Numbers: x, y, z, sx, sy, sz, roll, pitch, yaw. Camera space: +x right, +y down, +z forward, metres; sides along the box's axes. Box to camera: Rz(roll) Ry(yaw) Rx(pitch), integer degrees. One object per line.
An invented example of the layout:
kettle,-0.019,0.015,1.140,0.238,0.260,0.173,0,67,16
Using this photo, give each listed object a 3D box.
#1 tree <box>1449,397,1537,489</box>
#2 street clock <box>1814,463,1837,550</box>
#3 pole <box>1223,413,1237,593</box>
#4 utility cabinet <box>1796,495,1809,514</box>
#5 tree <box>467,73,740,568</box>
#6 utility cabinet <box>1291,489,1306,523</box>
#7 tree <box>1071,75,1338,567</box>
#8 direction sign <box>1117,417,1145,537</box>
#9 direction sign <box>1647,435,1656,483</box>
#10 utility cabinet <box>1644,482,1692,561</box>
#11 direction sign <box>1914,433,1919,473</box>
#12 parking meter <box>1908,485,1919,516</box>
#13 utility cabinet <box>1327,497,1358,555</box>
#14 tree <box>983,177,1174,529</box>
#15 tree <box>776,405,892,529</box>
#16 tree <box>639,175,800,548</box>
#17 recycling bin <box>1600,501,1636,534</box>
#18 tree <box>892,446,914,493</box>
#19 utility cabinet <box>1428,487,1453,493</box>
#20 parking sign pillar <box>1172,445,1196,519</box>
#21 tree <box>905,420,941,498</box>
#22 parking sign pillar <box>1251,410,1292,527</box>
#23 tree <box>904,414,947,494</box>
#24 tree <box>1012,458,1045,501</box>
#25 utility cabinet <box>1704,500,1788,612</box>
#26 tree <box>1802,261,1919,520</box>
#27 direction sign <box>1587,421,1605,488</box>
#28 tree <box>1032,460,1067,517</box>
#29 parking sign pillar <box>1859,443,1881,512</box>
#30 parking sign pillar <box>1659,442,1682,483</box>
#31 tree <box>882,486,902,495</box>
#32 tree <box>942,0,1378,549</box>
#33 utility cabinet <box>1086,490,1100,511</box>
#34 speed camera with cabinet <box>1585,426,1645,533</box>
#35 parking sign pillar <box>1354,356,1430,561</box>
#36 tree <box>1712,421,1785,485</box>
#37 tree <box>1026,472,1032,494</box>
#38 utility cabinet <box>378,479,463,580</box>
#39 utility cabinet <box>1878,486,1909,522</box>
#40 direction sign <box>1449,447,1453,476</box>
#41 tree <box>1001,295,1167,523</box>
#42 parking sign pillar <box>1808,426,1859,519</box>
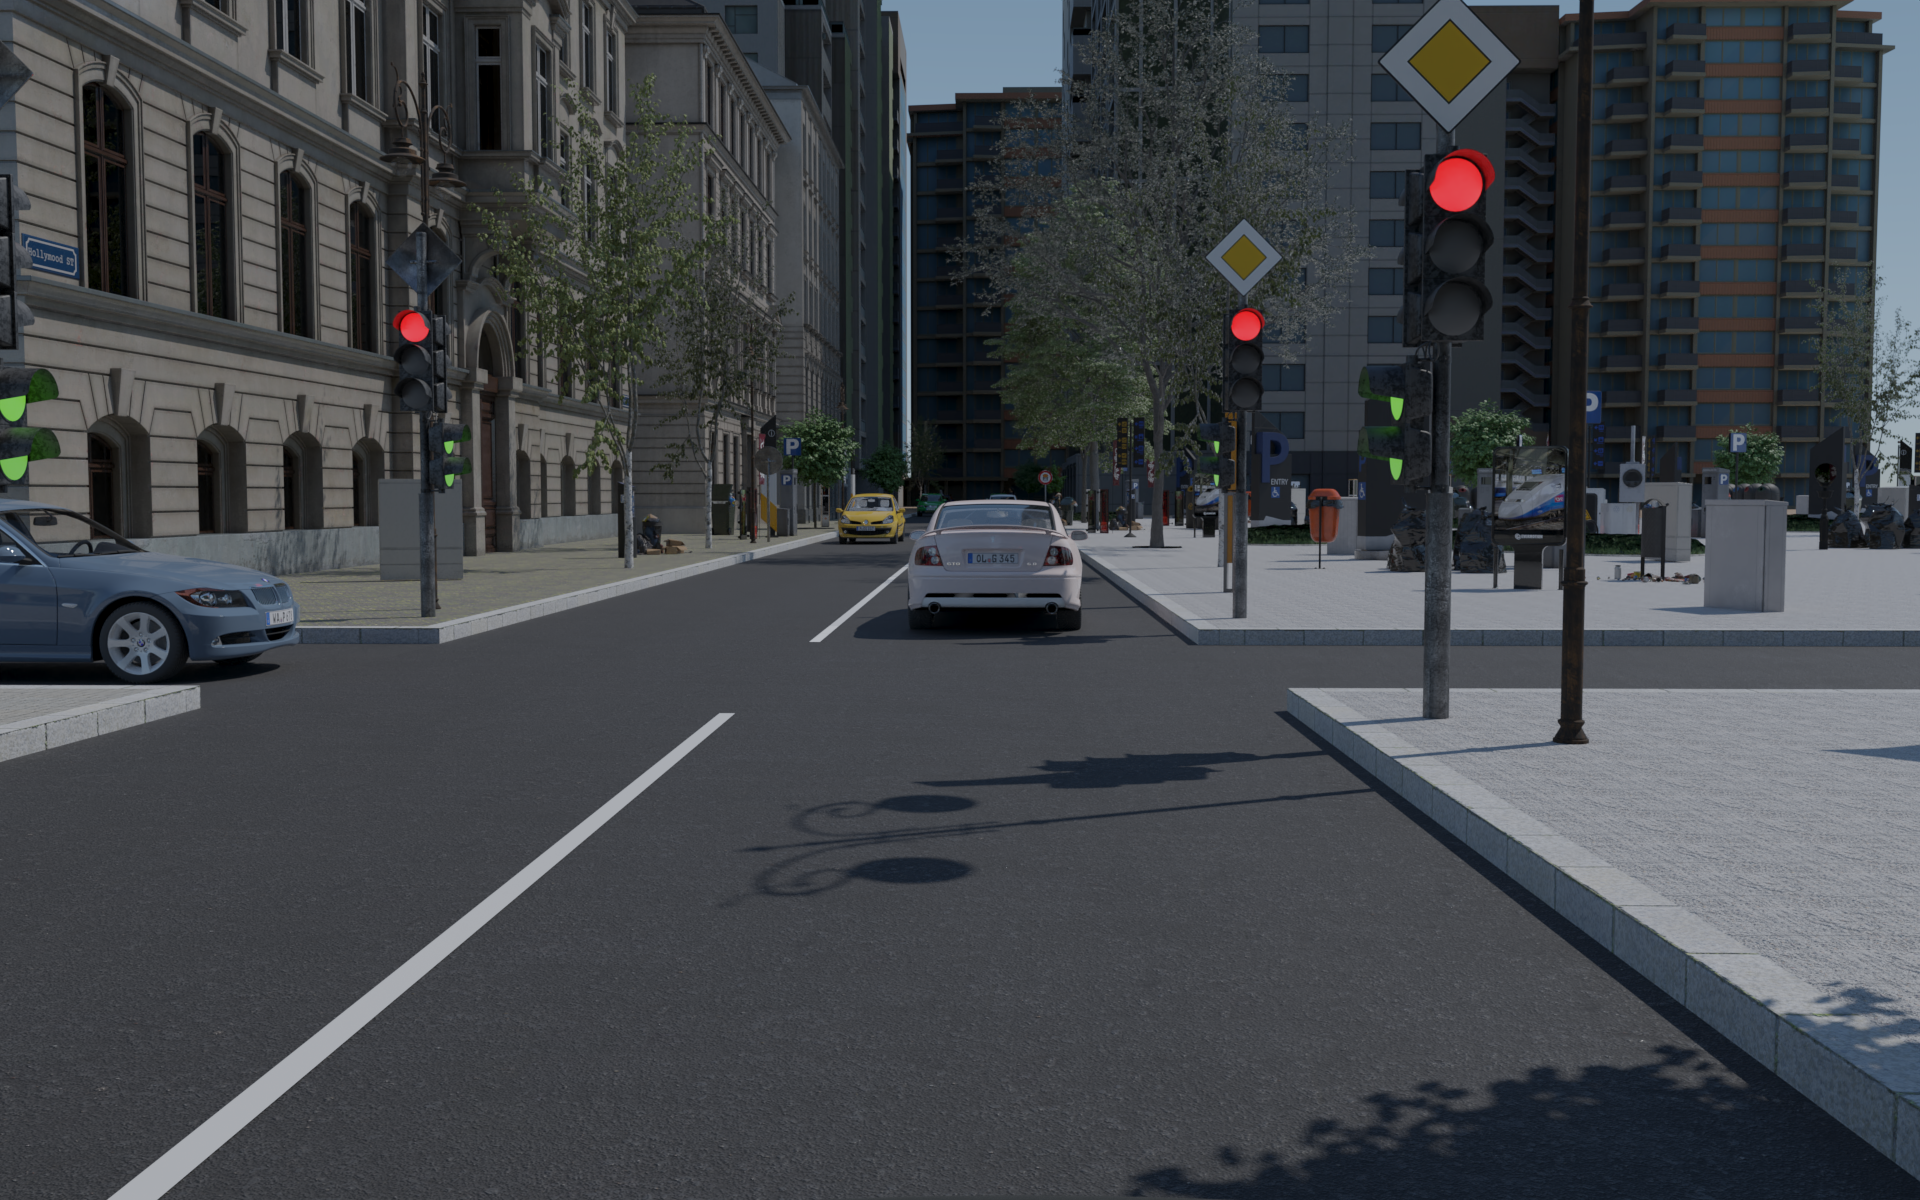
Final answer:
tree,17.814,-4.594,58.823,4.285,4.588,4.351,0,3,0
street clock,19.930,-2.162,39.921,0.471,2.002,0.358,2,4,25
pole,3.526,-1.753,22.508,0.158,3.312,0.155,0,3,0
utility cabinet,40.452,-4.375,82.700,0.306,1.237,1.020,-2,4,-29
tree,-5.983,-4.857,29.775,4.737,8.622,4.395,0,3,0
utility cabinet,13.756,-3.820,71.131,0.318,1.500,1.173,3,5,40
tree,4.407,-4.890,30.315,4.360,8.622,3.978,0,3,0
direction sign,5.046,-3.625,51.261,0.876,3.537,0.379,2,4,29
direction sign,26.718,-4.587,66.998,0.379,3.537,0.876,0,4,5
utility cabinet,13.479,-1.487,32.984,0.318,1.500,1.173,0,4,-8
direction sign,35.572,-4.385,63.697,0.876,3.537,0.379,3,4,38
parking meter,25.409,-2.301,46.029,0.372,1.533,0.369,0,3,0
utility cabinet,8.303,-1.558,36.632,1.020,1.237,0.306,2,4,25
tree,4.527,-8.842,62.688,7.486,12.596,7.792,0,3,0
tree,-5.273,-4.908,63.961,4.285,4.588,4.351,0,3,0
tree,-5.910,-5.538,40.906,4.360,8.622,3.978,0,3,0
recycling bin,17.970,-2.126,47.317,0.722,1.027,0.722,0,4,0
tree,-4.232,-7.259,102.392,4.285,4.588,4.351,0,3,0
utility cabinet,13.571,-2.521,49.894,1.173,1.500,0.318,3,4,38
parking sign pillar,11.879,-6.268,90.949,1.447,3.967,1.447,-2,4,-25
tree,-3.863,-13.469,170.578,4.360,8.622,3.978,0,3,0
parking sign pillar,9.815,-4.044,54.590,1.447,3.967,1.447,-2,4,-30
tree,-3.127,-12.724,158.399,4.737,8.622,4.395,0,3,0
tree,6.334,-10.570,156.529,4.285,4.588,4.351,0,3,0
utility cabinet,8.730,-0.495,19.263,0.306,1.237,1.020,-1,4,-13
tree,28.423,-6.363,54.397,4.360,8.622,3.978,0,3,0
direction sign,19.611,-3.793,54.020,0.876,3.537,0.379,1,4,20
tree,5.309,-6.284,97.346,1.663,3.219,1.824,0,3,0
parking sign pillar,45.096,-5.976,86.178,1.447,3.967,1.447,-1,4,-14
parking sign pillar,37.259,-6.261,90.845,1.447,3.967,1.447,-1,4,-12
tree,-4.484,-7.290,113.793,1.663,3.219,1.824,0,3,0
tree,4.730,-7.965,40.593,12.009,13.543,11.850,0,3,0
utility cabinet,6.646,-4.710,85.689,1.173,1.500,0.318,0,4,-4
speed camera with cabinet,18.753,-3.418,50.215,2.038,3.252,0.660,1,4,19
parking sign pillar,8.494,-2.781,33.940,1.447,3.967,1.447,-1,4,-11
tree,35.639,-5.794,78.453,4.285,4.588,4.351,0,3,0
tree,6.131,-9.526,150.358,1.663,3.219,1.824,0,3,0
utility cabinet,-8.004,-1.041,25.707,1.173,1.500,0.318,-1,4,-20
utility cabinet,27.360,-2.570,50.691,0.318,1.500,1.173,-1,4,-9
direction sign,20.773,-4.999,73.730,0.379,3.537,0.876,3,5,43
tree,5.261,-8.665,76.080,8.767,10.594,7.601,3,4,38
parking sign pillar,34.791,-4.951,69.423,1.447,3.967,1.447,-3,4,-39
